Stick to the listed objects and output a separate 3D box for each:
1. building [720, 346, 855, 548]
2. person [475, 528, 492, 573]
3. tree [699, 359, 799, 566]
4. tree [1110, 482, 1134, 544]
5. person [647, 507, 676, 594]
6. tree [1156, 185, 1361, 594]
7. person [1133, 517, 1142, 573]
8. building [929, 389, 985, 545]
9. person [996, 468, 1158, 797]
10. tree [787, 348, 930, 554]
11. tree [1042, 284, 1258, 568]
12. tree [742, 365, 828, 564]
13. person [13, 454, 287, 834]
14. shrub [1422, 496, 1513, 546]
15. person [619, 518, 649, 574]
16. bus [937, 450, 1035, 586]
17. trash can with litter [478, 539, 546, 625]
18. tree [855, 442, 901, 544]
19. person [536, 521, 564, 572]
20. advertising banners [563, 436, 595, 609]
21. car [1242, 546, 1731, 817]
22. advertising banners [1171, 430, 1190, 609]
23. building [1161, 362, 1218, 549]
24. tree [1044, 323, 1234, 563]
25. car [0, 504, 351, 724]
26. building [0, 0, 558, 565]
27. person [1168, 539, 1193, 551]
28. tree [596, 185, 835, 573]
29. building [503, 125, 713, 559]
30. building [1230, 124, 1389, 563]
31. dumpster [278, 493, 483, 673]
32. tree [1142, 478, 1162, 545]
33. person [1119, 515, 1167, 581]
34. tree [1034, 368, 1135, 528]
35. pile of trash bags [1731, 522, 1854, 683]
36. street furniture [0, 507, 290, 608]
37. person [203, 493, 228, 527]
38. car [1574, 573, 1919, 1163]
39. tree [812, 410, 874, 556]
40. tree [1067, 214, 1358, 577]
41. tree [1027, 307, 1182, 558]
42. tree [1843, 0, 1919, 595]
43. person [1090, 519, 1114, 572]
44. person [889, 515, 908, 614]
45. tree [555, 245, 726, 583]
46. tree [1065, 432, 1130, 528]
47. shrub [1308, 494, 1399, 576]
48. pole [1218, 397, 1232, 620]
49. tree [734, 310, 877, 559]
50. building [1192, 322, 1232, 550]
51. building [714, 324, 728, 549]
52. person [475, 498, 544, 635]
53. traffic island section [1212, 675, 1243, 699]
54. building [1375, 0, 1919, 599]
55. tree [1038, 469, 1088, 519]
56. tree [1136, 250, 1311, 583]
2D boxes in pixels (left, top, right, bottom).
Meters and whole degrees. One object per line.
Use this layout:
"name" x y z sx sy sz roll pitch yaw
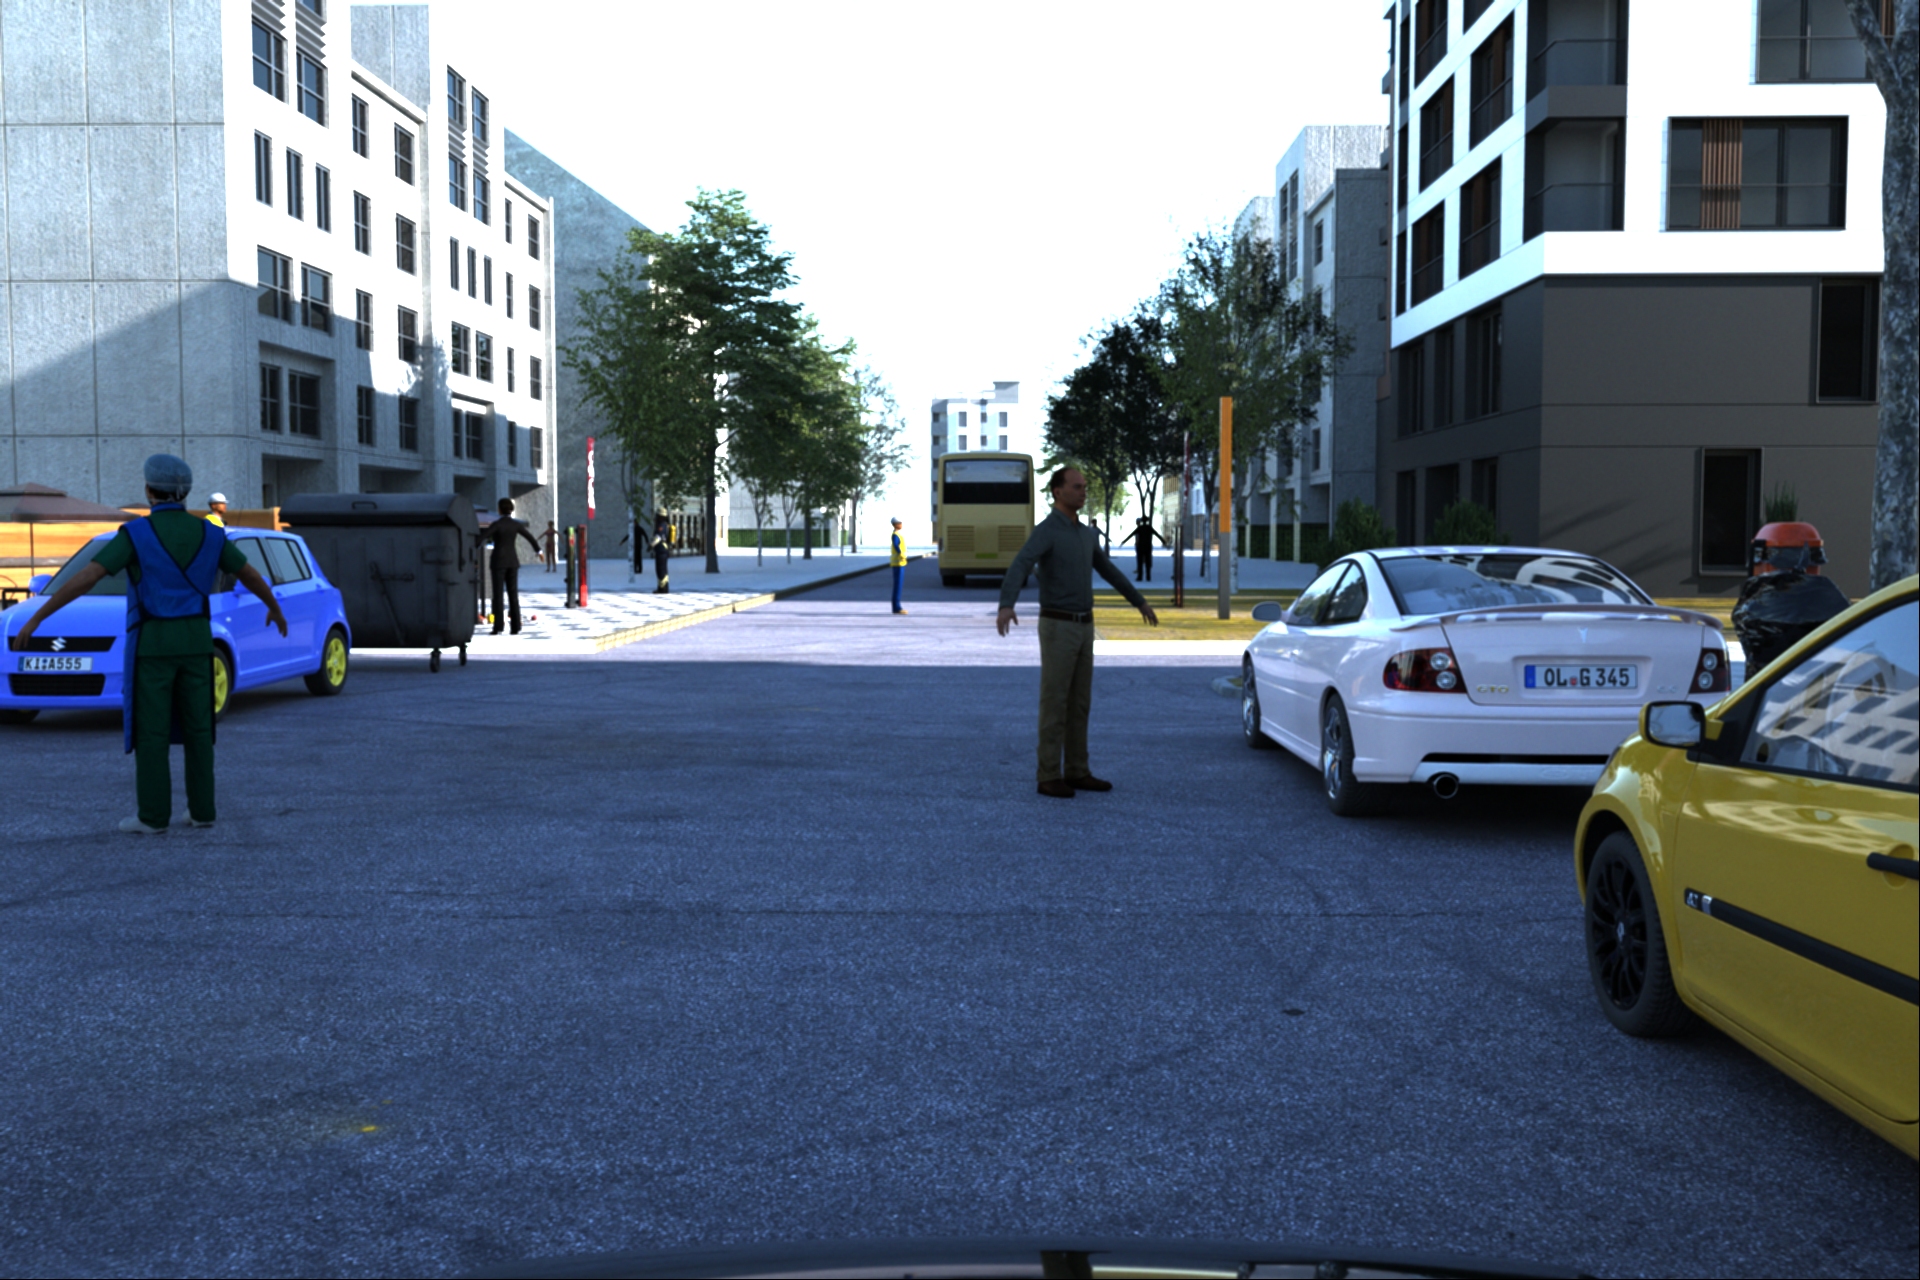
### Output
"building" -20.862 -19.143 179.439 16.747 18.905 31.486 0 4 2
"person" -15.716 -3.080 56.300 1.347 1.837 0.705 1 4 21
"tree" -7.821 -7.259 69.052 4.360 8.622 3.978 0 3 0
"tree" 19.997 -16.322 217.221 4.737 8.622 4.395 0 3 0
"person" -6.416 -1.915 37.086 0.705 1.856 1.354 0 4 5
"tree" 5.824 -5.315 37.257 4.360 8.622 3.978 0 3 0
"person" 5.870 -3.136 57.129 0.705 1.847 1.347 0 4 5
"building" -3.379 -21.907 217.054 11.380 20.090 16.016 0 4 -3
"person" 0.612 -0.052 9.573 0.705 1.796 1.348 3 5 42
"tree" -6.891 -12.436 113.703 12.009 13.543 11.850 0 3 0
"tree" 7.145 -8.030 65.698 8.767 10.594 7.601 1 4 10
"tree" -7.425 -7.590 74.457 4.737 8.622 4.395 0 3 0
"person" -3.841 0.012 8.388 0.704 1.817 1.347 3 4 38
"shrub" 9.791 -1.776 33.463 1.690 2.028 1.600 0 3 0
"person" -10.537 -3.065 56.332 0.704 1.802 1.346 2 4 32
"bus" 0.697 -3.615 50.646 2.896 3.916 12.252 0 4 0
"trash can with litter" -6.728 -0.883 25.496 1.678 1.210 2.233 0 4 1
"tree" -12.396 -18.599 214.458 12.009 13.543 11.850 0 3 0
"person" -13.839 -3.154 58.364 1.217 1.733 0.721 1 4 23
"advertising banners" -6.653 -2.093 30.413 0.090 3.025 2.074 0 4 2
"car" 2.835 0.135 10.156 2.083 1.381 4.827 0 4 1
"advertising banners" 3.845 -2.081 30.215 0.090 3.025 2.074 0 4 1
"building" 28.791 -20.130 160.054 19.493 23.208 18.063 0 4 2
"tree" 8.121 -8.638 75.646 8.767 10.594 7.601 0 4 -7
"car" -6.409 -0.279 14.146 1.945 1.707 3.694 0 4 1
"building" -26.017 -11.739 58.385 16.747 18.905 31.486 0 4 1
"person" 6.656 -2.645 52.505 0.599 1.433 0.991 -3 5 -41
"tree" -7.969 -8.465 56.529 7.486 12.596 7.792 0 3 0
"building" -24.632 -16.285 97.184 19.493 23.208 18.063 0 4 2
"building" 23.472 -13.267 83.377 16.747 18.905 31.486 0 4 2
"dumpster" -6.129 -0.620 18.345 1.865 1.857 1.264 0 4 1
"tree" 24.803 -15.976 211.568 4.360 8.622 3.978 0 3 0
"person" 5.017 -2.510 47.227 1.347 1.806 0.705 -1 4 -10
"tree" 8.807 -12.275 118.820 7.486 12.596 7.792 0 3 0
"pile of trash bags" 6.220 -0.125 11.799 1.912 1.369 3.447 0 4 1
"street furniture" -13.951 -1.498 31.340 11.010 1.723 9.812 2 4 30
"person" -10.014 -1.069 23.444 0.705 1.833 1.349 0 4 1
"car" 2.708 0.394 3.782 2.015 1.641 3.980 0 4 1
"tree" -6.721 -9.074 98.714 4.360 8.622 3.978 0 3 0
"tree" 7.322 -7.166 51.584 8.767 10.594 7.601 0 4 6
"tree" 8.045 -11.188 93.290 12.009 13.543 11.850 0 3 0
"tree" 7.676 -9.842 16.808 12.611 20.169 13.585 0 3 0
"person" 4.604 -3.228 58.965 1.347 1.806 0.705 -1 4 -22
"person" -1.037 -1.358 31.120 0.721 1.772 1.216 0 4 -2
"tree" -8.399 -5.807 45.315 4.737 8.622 4.395 0 3 0
"tree" 8.529 -9.685 108.715 4.737 8.622 4.395 0 3 0
"shrub" 7.330 -1.696 32.148 1.690 2.028 1.600 0 3 0
"pole" 3.961 -1.961 25.904 0.158 3.312 0.155 0 3 0
"tree" -7.979 -10.418 88.461 7.486 12.596 7.792 0 3 0
"building" 25.149 -17.860 148.432 16.016 20.090 11.380 0 4 1
"building" -25.665 -17.312 139.468 16.016 20.090 11.380 0 4 1
"person" -5.832 -0.938 22.054 1.216 1.740 0.721 -3 5 -44
"traffic island section" 3.321 0.439 15.694 1.991 0.108 1.994 0 4 2
"building" 25.955 -12.578 49.618 27.936 21.610 32.646 0 4 2
"tree" 13.276 -17.241 216.307 7.601 10.594 8.767 0 4 3
"tree" 6.744 -5.811 45.369 4.737 8.622 4.395 0 3 0
